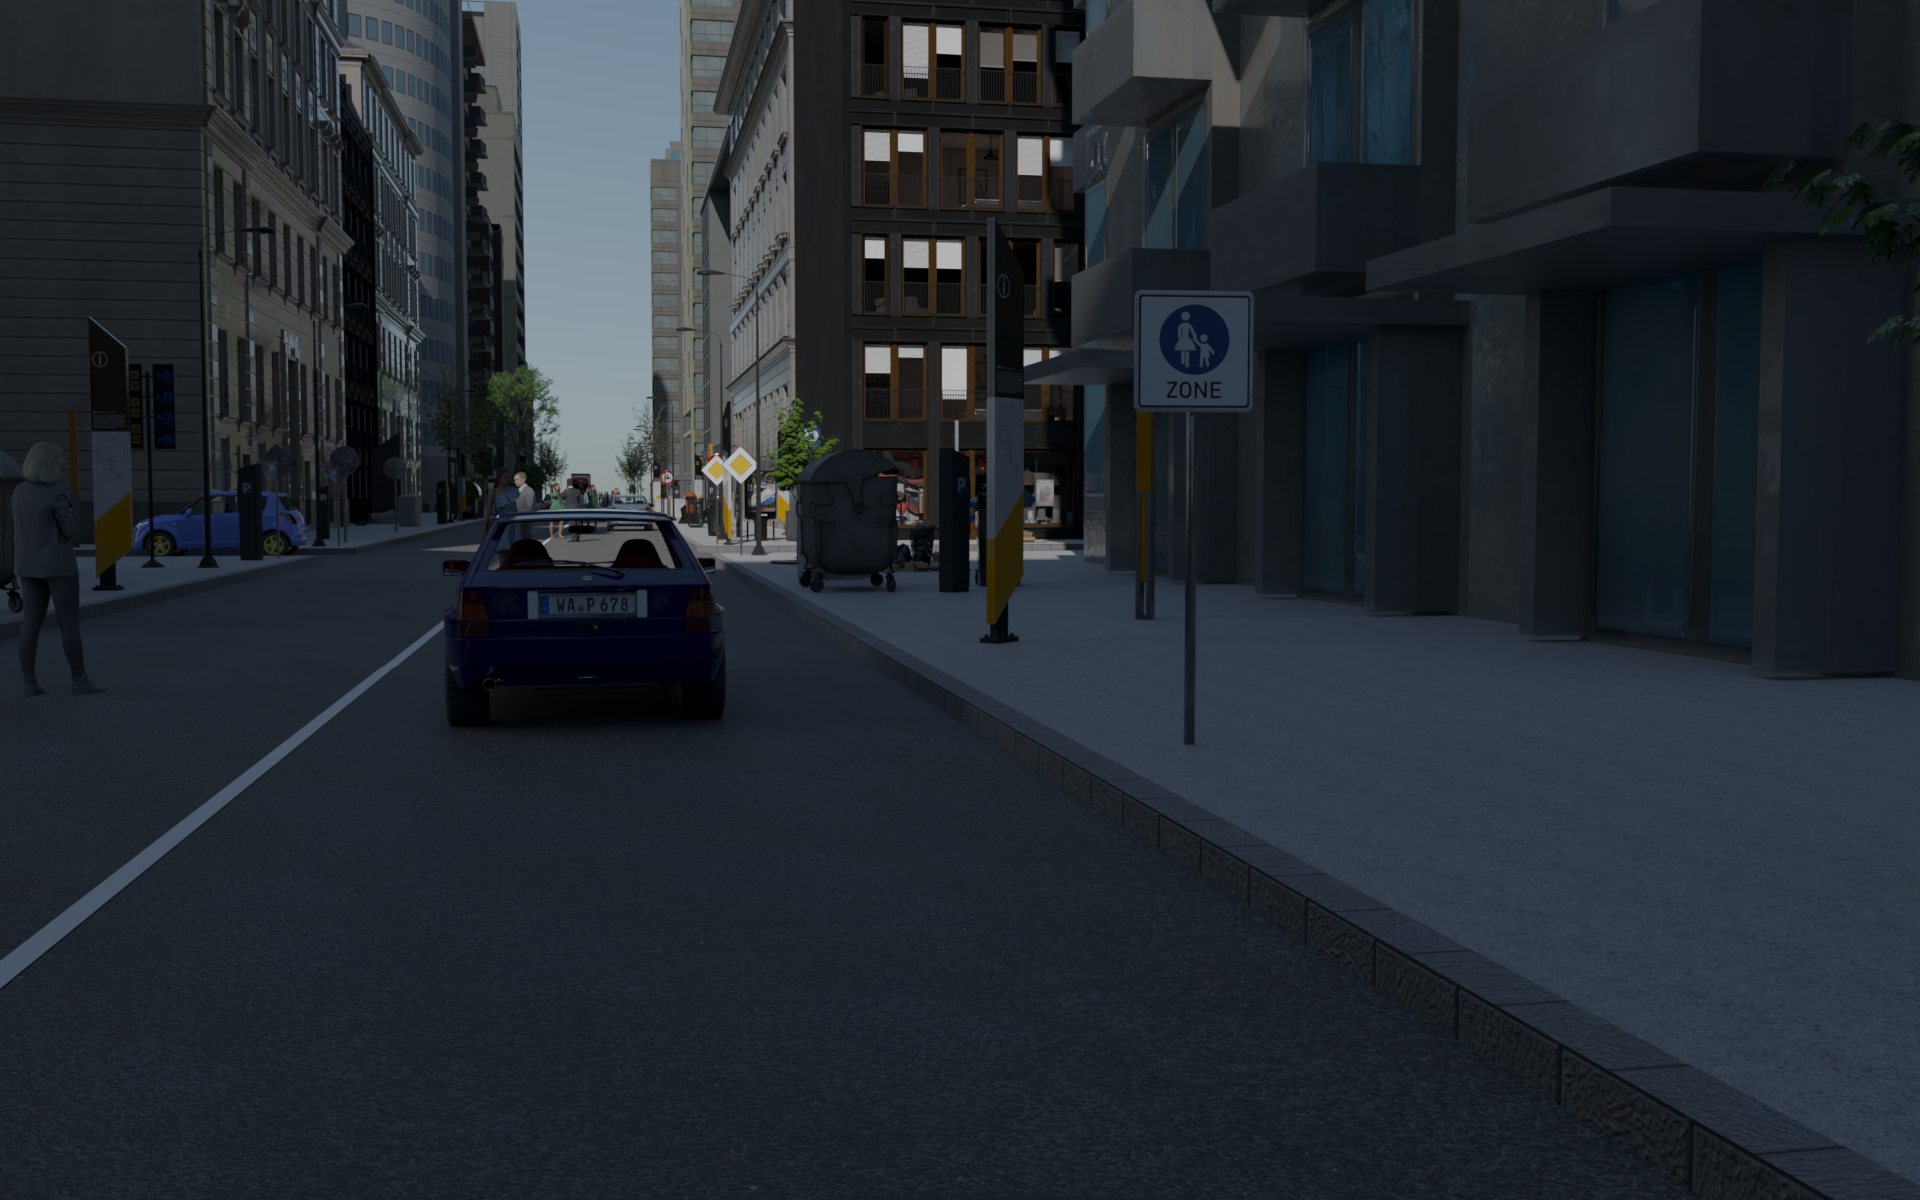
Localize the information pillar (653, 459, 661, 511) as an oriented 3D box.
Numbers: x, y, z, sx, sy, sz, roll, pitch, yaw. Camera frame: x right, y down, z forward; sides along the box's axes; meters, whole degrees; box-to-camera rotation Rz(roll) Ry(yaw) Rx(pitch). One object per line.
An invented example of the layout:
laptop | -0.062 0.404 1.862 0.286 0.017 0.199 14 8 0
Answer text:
information pillar | -20.365 -7.643 116.319 0.504 3.616 0.183 -2 4 -34

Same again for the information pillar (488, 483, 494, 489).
information pillar | -31.021 -6.745 114.773 0.304 2.012 0.304 2 4 28

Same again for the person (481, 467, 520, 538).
person | -6.460 -0.968 24.427 0.616 1.811 0.778 -2 4 -28

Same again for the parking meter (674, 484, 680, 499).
parking meter | -17.010 -6.006 103.912 0.399 1.863 0.255 -1 4 -13

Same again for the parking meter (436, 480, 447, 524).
parking meter | -22.118 -4.172 73.922 0.399 1.863 0.255 1 4 19

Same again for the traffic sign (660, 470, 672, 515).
traffic sign | -15.782 -5.709 93.441 0.768 2.556 0.104 0 4 -7

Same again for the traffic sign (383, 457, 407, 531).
traffic sign | -19.508 -3.653 59.835 0.768 2.556 0.104 -1 4 -11

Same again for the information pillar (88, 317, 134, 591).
information pillar | -11.274 -1.935 22.984 0.504 3.616 0.183 0 4 -2

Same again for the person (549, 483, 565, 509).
person | -12.964 -2.869 55.663 0.529 1.795 0.600 2 4 34

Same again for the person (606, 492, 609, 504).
person | -43.961 -12.622 215.580 0.721 1.736 1.217 0 4 -2

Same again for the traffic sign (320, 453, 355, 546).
traffic sign | -15.212 -2.369 42.368 0.795 2.450 0.064 -1 4 -12

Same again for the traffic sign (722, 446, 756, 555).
traffic sign | -4.601 -2.001 36.358 0.795 2.450 0.064 -1 4 -12

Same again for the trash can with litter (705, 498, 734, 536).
trash can with litter | -7.246 -2.518 52.551 0.624 1.170 1.055 -3 5 -44

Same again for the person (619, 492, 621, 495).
person | -44.245 -13.178 224.756 0.445 1.727 0.742 -2 4 -30

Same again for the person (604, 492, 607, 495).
person | -54.641 -15.809 266.960 1.348 1.826 0.705 0 4 8

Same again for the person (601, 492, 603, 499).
person | -53.883 -15.345 259.925 0.750 1.759 0.617 2 4 28

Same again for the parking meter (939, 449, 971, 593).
parking meter | -0.069 -1.036 22.645 0.255 1.863 0.399 3 5 40

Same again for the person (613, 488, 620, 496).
person | -21.348 -6.069 107.699 0.573 1.828 0.580 -3 5 -44

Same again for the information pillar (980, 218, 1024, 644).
information pillar | 0.386 -1.445 14.973 0.183 3.616 0.504 2 4 34

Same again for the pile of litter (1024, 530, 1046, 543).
pile of litter | 1.493 -1.945 45.764 1.719 0.858 1.176 0 4 -3

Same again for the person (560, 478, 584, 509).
person | -11.566 -2.675 51.593 0.474 1.900 0.648 3 4 38

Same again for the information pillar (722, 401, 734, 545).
information pillar | -5.869 -3.199 43.665 0.183 3.616 0.504 -2 4 -23

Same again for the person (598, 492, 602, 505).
person | -49.072 -13.847 235.609 1.217 1.736 0.721 3 4 36

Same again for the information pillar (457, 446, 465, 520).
information pillar | -24.201 -5.668 84.033 0.504 3.616 0.183 3 4 39

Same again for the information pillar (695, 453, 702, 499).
information pillar | -15.072 -6.630 99.754 0.183 3.616 0.504 3 5 43

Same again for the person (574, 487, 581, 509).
person | -22.304 -5.631 100.549 0.794 1.824 0.713 -2 4 -23

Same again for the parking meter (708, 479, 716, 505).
parking meter | -8.268 -3.213 58.248 0.399 1.863 0.255 3 5 41

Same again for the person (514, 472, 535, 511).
person | -7.551 -1.307 29.984 0.853 1.813 0.709 -3 5 -40

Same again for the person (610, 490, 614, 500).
person | -29.109 -8.344 145.639 0.721 1.735 1.217 2 4 23

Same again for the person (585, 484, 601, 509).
person | -13.742 -3.427 64.773 0.529 1.795 0.600 3 5 40

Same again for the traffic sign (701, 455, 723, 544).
traffic sign | -6.199 -2.479 44.182 0.795 2.450 0.064 -1 4 -12

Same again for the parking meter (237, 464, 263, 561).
parking meter | -13.737 -1.700 33.504 0.399 1.863 0.255 0 4 5

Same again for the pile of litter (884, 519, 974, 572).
pile of litter | -0.586 -0.916 28.948 1.719 0.858 1.176 1 4 12

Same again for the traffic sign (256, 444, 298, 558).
traffic sign | -13.614 -1.890 34.544 0.795 2.450 0.064 -1 4 -12

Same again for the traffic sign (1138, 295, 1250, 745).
traffic sign | 1.175 -0.409 8.809 0.606 2.300 0.079 0 4 -6

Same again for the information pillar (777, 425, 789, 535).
information pillar | -5.468 -3.843 54.196 0.504 3.616 0.183 2 4 25

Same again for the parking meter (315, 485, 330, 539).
parking meter | -18.126 -2.497 49.232 0.372 1.533 0.369 0 3 0

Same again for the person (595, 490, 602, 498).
person | -36.129 -9.999 171.990 1.348 1.824 0.705 0 4 7

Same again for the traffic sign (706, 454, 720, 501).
traffic sign | -7.670 -3.356 54.973 0.768 2.556 0.104 0 4 -5

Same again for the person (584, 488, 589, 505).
person | -24.836 -6.556 115.552 0.638 1.841 0.748 2 4 28

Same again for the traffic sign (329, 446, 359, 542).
traffic sign | -16.354 -2.808 46.015 0.768 2.556 0.104 0 4 -4

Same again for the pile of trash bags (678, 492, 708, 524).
pile of trash bags | -11.288 -3.974 74.732 1.912 1.369 3.447 0 4 3
